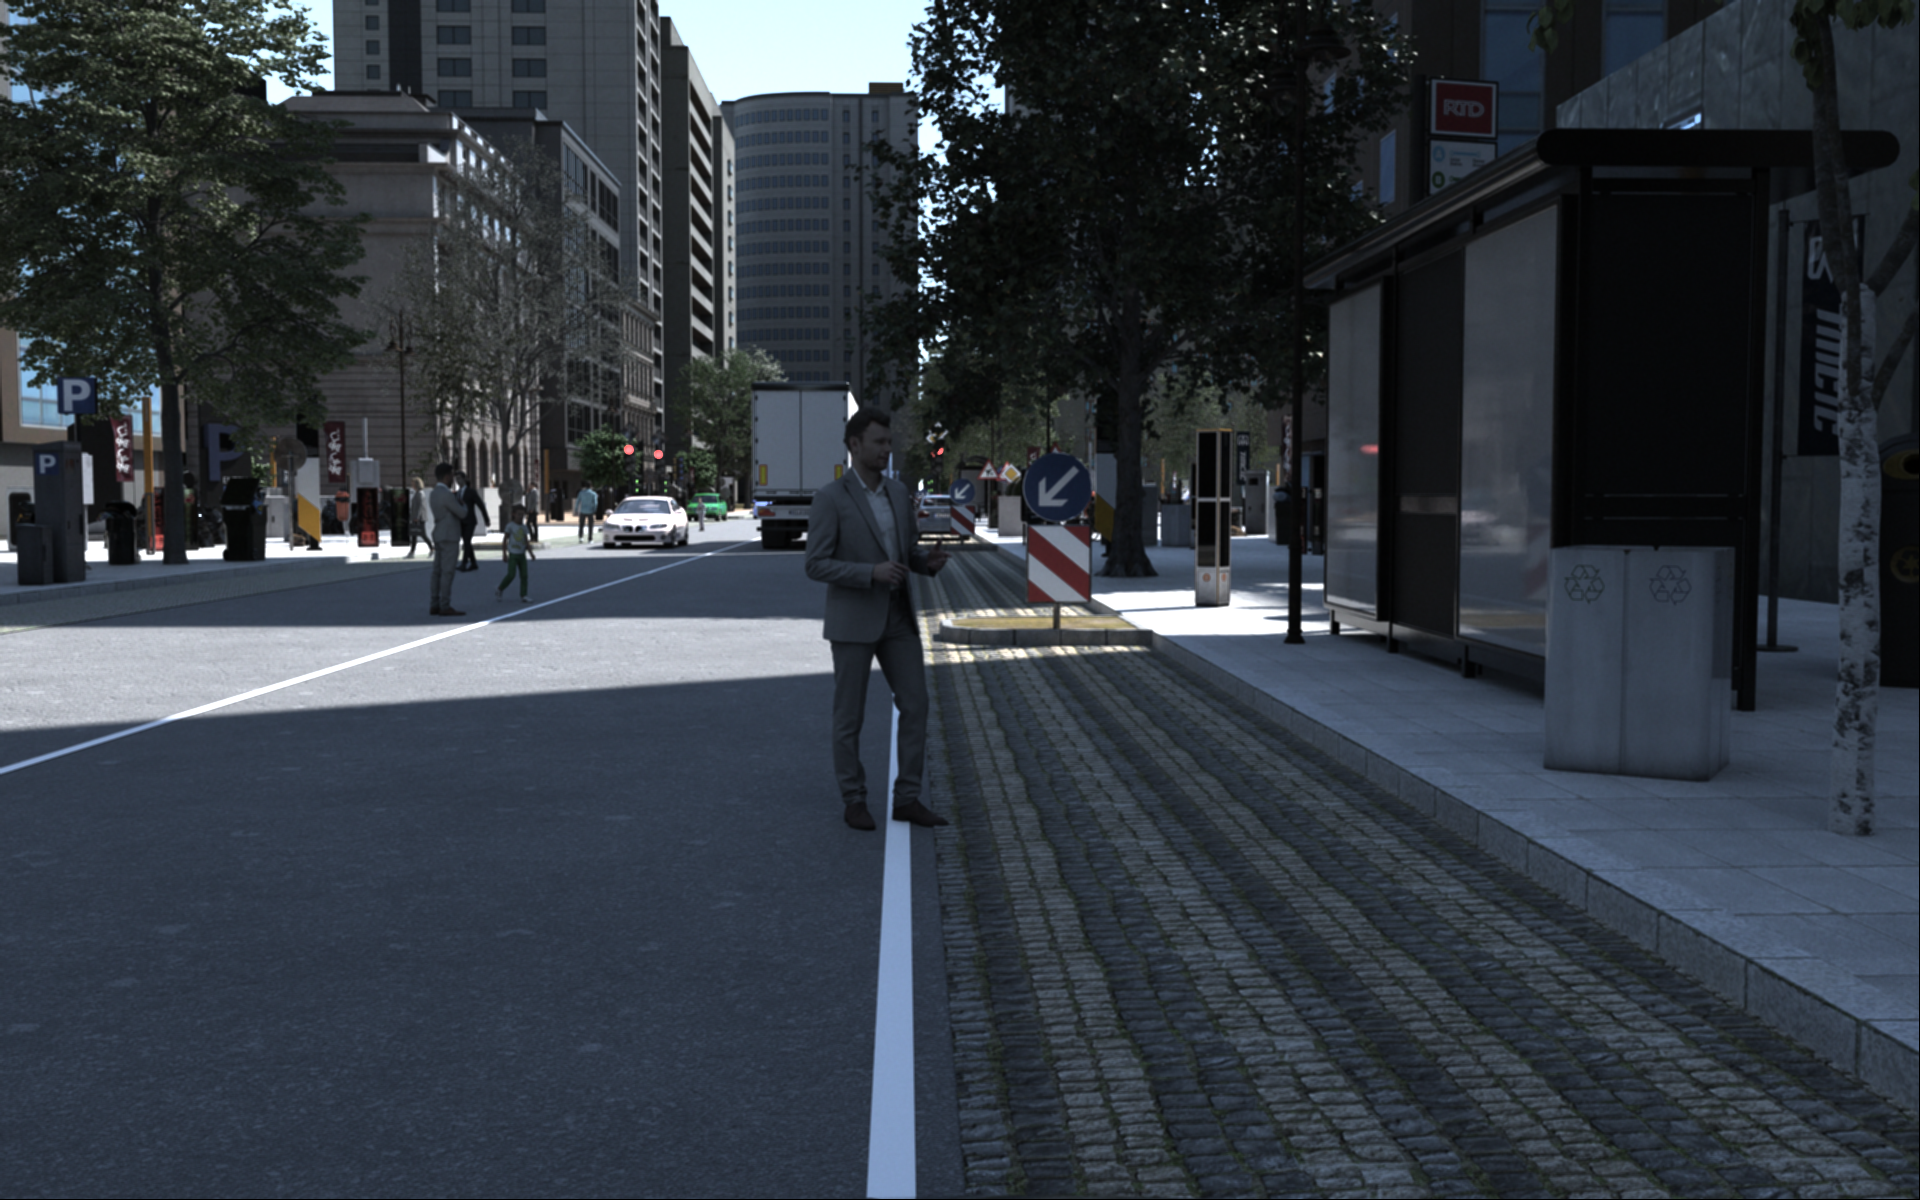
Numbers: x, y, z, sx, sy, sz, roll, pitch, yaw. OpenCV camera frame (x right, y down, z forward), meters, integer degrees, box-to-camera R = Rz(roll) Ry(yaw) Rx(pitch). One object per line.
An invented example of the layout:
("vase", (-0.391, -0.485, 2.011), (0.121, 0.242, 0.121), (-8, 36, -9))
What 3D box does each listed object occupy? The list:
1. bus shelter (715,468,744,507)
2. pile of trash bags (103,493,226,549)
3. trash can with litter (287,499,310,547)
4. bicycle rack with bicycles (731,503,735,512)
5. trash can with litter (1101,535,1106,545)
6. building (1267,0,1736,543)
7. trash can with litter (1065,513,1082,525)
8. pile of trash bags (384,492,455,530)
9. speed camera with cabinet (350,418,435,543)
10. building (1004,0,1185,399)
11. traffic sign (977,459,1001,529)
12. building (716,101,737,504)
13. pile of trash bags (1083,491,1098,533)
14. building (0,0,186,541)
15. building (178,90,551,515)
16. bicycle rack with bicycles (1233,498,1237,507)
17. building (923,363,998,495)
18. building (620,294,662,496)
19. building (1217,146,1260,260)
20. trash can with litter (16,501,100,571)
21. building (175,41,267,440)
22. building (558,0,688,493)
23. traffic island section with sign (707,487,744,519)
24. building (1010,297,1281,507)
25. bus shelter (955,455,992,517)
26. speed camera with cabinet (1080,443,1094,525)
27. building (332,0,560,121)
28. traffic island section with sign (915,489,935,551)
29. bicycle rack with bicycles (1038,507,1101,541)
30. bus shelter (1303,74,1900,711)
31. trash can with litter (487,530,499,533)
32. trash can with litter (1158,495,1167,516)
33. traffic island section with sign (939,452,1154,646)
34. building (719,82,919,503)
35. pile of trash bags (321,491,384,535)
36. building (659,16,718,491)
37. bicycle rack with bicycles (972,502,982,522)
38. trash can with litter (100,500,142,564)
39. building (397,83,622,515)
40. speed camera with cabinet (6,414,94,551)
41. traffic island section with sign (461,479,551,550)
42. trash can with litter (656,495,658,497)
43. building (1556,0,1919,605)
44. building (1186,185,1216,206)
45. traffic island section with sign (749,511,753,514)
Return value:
("bus shelter", (-18.417, -8.790, 137.645), (2.014, 3.302, 5.546), (0, 4, -2))
("pile of trash bags", (-18.652, -1.958, 41.763), (1.912, 1.369, 3.447), (3, 5, 43))
("trash can with litter", (-16.213, -1.912, 42.645), (0.624, 1.170, 1.055), (-1, 4, -15))
("bicycle rack with bicycles", (-17.710, -6.729, 123.405), (2.925, 0.926, 2.852), (0, 4, 3))
("trash can with litter", (3.988, -1.969, 43.576), (1.055, 1.170, 0.624), (-1, 4, -12))
("building", (16.196, -24.038, 43.136), (14.600, 45.320, 14.200), (0, 4, -2))
("trash can with litter", (3.826, -2.687, 55.313), (1.055, 1.170, 0.624), (3, 5, 41))
("pile of trash bags", (-19.640, -3.208, 62.199), (3.447, 1.369, 1.912), (-2, 4, -31))
("speed camera with cabinet", (-14.890, -3.124, 45.415), (2.038, 3.252, 0.660), (-2, 4, -26))
("building", (15.649, -40.466, 203.617), (21.231, 58.520, 28.212), (0, 4, -2))
("traffic sign", (1.054, -3.868, 63.250), (0.884, 2.594, 0.081), (0, 4, 0))
("building", (-38.209, -35.608, 205.887), (21.600, 48.544, 21.300), (0, 4, -2))
("pile of trash bags", (5.064, -2.957, 58.106), (1.912, 1.369, 3.447), (-2, 4, -26))
("building", (-33.268, -24.501, 50.704), (14.200, 45.320, 14.600), (0, 4, -2))
("building", (-31.040, -15.373, 93.154), (13.314, 21.916, 24.055), (0, 4, -2))
("bicycle rack with bicycles", (22.700, -8.311, 149.265), (2.852, 0.926, 2.925), (0, 4, 1))
("building", (9.089, -25.149, 256.229), (28.899, 21.520, 27.650), (0, 4, -2))
("building", (-30.470, -16.774, 138.880), (10.561, 19.102, 19.286), (0, 4, -2))
("building", (43.232, -35.837, 209.644), (21.600, 48.544, 21.300), (0, 4, -2))
("trash can with litter", (-14.467, -0.996, 27.676), (1.055, 1.170, 0.624), (0, 4, -7))
("building", (-44.802, -15.737, 86.986), (15.834, 23.373, 12.332), (0, 4, -2))
("building", (-36.065, -44.049, 158.450), (20.563, 71.187, 20.611), (0, 4, -2))
("traffic island section with sign", (-13.420, -5.546, 99.308), (1.989, 1.847, 2.006), (0, 4, -2))
("building", (19.614, -20.263, 176.342), (27.650, 21.520, 28.899), (0, 4, -2))
("bus shelter", (0.848, -6.050, 92.849), (2.014, 3.302, 5.546), (0, 4, -2))
("speed camera with cabinet", (4.768, -4.465, 67.335), (0.660, 3.252, 2.038), (0, 4, -4))
("building", (-60.239, -46.911, 205.238), (20.611, 71.187, 20.563), (0, 4, -2))
("traffic island section with sign", (-0.073, -2.172, 44.144), (1.989, 1.847, 2.006), (0, 4, -2))
("bicycle rack with bicycles", (3.166, -2.071, 47.241), (2.925, 0.926, 2.852), (-1, 4, -15))
("bus shelter", (4.233, -2.244, 14.314), (2.179, 5.291, 8.768), (0, 4, -2))
("trash can with litter", (-15.700, -2.791, 56.686), (2.233, 1.210, 1.678), (-1, 4, -14))
("trash can with litter", (11.710, -5.565, 102.048), (1.678, 1.210, 2.233), (3, 5, 43))
("traffic island section with sign", (0.796, -0.522, 17.166), (1.989, 1.847, 2.006), (0, 4, -2))
("building", (-20.053, -43.343, 250.650), (28.212, 58.520, 21.231), (0, 4, -2))
("pile of trash bags", (-19.478, -2.767, 54.995), (1.912, 1.369, 3.447), (-1, 4, -16))
("building", (-37.522, -34.057, 180.536), (21.300, 48.544, 21.600), (0, 4, -2))
("bicycle rack with bicycles", (1.545, -4.090, 80.259), (2.852, 0.926, 2.925), (0, 4, -7))
("trash can with litter", (-15.331, -1.239, 31.644), (0.624, 1.170, 1.055), (-1, 4, -16))
("building", (-31.717, -19.783, 116.955), (14.314, 27.812, 24.014), (0, 4, -2))
("speed camera with cabinet", (-20.467, -2.725, 38.893), (2.038, 3.252, 0.660), (1, 4, 20))
("traffic island section with sign", (-11.664, -2.210, 44.756), (1.989, 1.847, 2.006), (0, 4, -2))
("trash can with litter", (-21.063, -6.651, 119.799), (1.678, 1.210, 2.233), (-1, 4, -17))
("building", (21.558, -42.741, 11.492), (22.319, 86.520, 31.000), (0, 4, -2))
("building", (31.522, -36.657, 249.450), (14.200, 45.320, 14.600), (0, 4, -2))
("traffic island section with sign", (-14.289, -7.194, 126.250), (1.989, 1.847, 2.006), (0, 4, -2))
